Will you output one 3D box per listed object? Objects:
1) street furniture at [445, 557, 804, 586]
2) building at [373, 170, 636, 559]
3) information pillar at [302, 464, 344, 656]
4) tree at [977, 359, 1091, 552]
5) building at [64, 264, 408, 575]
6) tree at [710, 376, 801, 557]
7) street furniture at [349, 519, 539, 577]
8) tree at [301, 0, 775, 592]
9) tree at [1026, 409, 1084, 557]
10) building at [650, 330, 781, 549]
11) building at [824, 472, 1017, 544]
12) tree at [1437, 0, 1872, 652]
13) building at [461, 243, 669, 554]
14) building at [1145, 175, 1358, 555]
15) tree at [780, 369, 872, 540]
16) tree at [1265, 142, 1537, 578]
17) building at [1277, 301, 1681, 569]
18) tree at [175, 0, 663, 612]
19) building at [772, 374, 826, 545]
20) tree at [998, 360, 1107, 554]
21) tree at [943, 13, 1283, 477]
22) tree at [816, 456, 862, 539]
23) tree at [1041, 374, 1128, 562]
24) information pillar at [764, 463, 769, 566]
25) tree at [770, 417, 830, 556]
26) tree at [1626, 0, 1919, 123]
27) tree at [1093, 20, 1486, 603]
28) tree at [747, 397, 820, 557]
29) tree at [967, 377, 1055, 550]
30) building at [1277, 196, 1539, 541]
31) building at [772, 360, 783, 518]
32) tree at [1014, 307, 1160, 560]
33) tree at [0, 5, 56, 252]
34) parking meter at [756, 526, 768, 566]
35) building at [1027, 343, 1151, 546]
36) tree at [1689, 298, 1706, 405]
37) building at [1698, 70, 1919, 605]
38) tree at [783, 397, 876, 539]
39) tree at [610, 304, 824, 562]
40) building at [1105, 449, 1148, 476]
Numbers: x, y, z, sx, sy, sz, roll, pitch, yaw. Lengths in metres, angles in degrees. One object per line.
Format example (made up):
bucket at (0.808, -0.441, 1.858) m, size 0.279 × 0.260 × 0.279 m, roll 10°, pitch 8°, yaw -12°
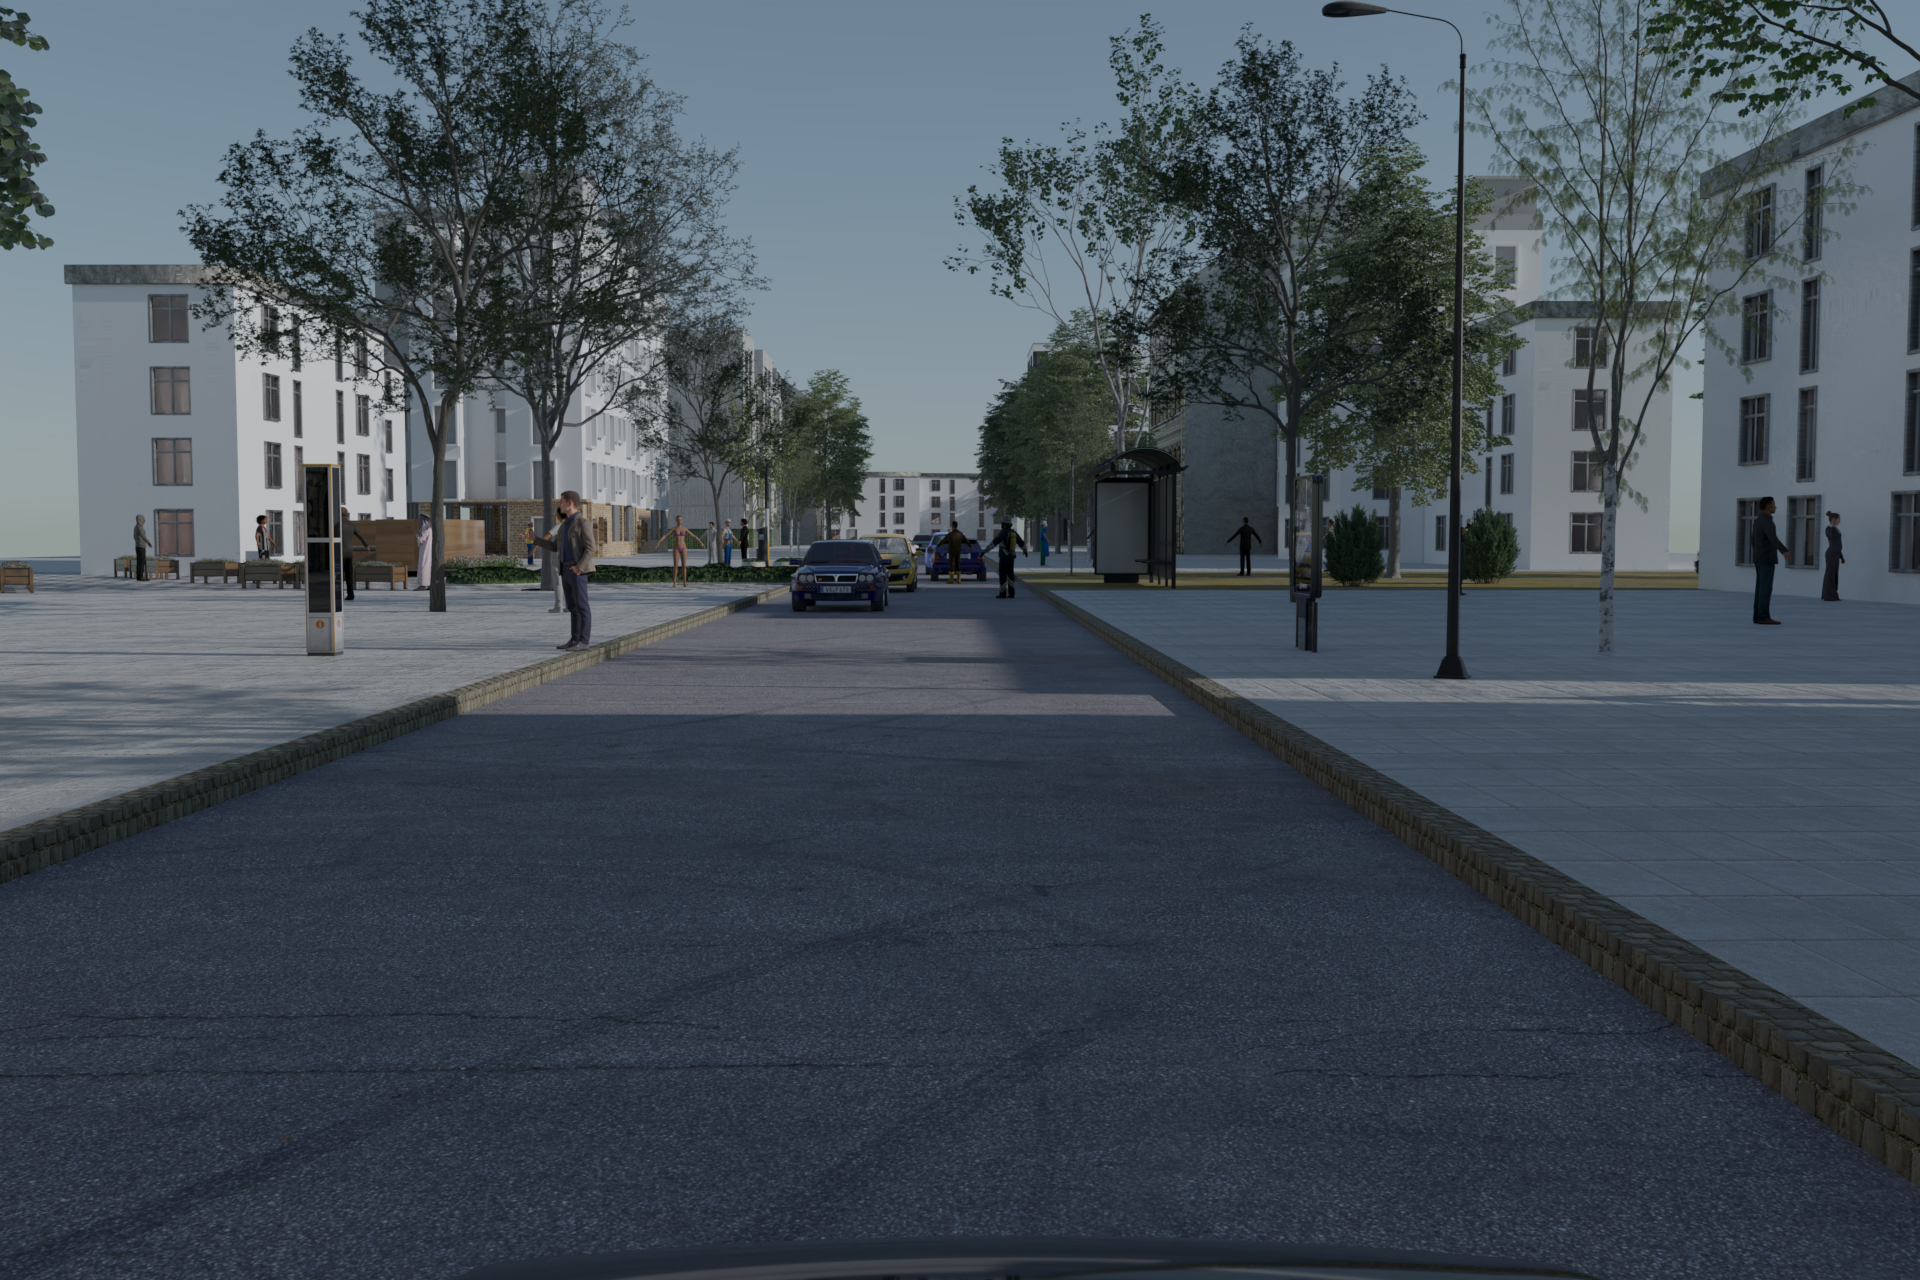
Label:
street furniture at (-8.302, -1.864, 46.096) m, size 10.072 × 0.657 × 5.734 m, roll 0°, pitch 4°, yaw -6°
building at (-24.325, -14.370, 91.368) m, size 16.016 × 20.090 × 11.380 m, roll 0°, pitch 4°, yaw -1°
information pillar at (-6.704, -0.841, 18.241) m, size 0.304 × 2.012 × 0.304 m, roll 0°, pitch 4°, yaw -1°
tree at (5.518, -13.297, 124.057) m, size 9.857 × 13.997 × 8.962 m, roll 0°, pitch 3°, yaw 0°
building at (-26.975, -7.704, 68.107) m, size 9.099 × 9.664 × 28.070 m, roll 0°, pitch 4°, yaw 0°
tree at (-9.477, -7.843, 78.593) m, size 4.737 × 8.622 × 4.395 m, roll 0°, pitch 3°, yaw 0°
street furniture at (-16.535, -2.947, 55.045) m, size 9.812 × 1.723 × 11.010 m, roll 0°, pitch 4°, yaw 1°
tree at (-9.239, -7.844, 38.623) m, size 12.009 × 13.543 × 11.850 m, roll 0°, pitch 3°, yaw 0°
tree at (6.416, -9.074, 98.718) m, size 4.360 × 8.622 × 3.978 m, roll 0°, pitch 3°, yaw 0°
building at (-27.214, -18.327, 166.097) m, size 16.747 × 18.905 × 31.486 m, roll 0°, pitch 4°, yaw 0°
building at (-6.036, -17.702, 234.031) m, size 28.070 × 9.664 × 9.099 m, roll -1°, pitch 4°, yaw -9°
tree at (6.793, -4.175, 18.616) m, size 4.360 × 8.622 × 3.978 m, roll 0°, pitch 3°, yaw 0°
building at (-25.671, -15.558, 110.786) m, size 16.016 × 20.090 × 11.380 m, roll 0°, pitch 4°, yaw -1°
building at (22.919, -17.405, 115.504) m, size 19.493 × 23.208 × 18.063 m, roll 0°, pitch 4°, yaw 0°
tree at (-9.388, -12.299, 119.218) m, size 7.486 × 12.596 × 7.792 m, roll 0°, pitch 3°, yaw 0°
tree at (12.757, -8.112, 50.757) m, size 7.486 × 12.596 × 7.792 m, roll 0°, pitch 3°, yaw 0°
building at (21.215, -8.217, 76.500) m, size 9.099 × 9.664 × 28.070 m, roll 0°, pitch 4°, yaw -1°
tree at (-8.680, -5.723, 27.982) m, size 8.767 × 10.594 × 7.601 m, roll 0°, pitch 4°, yaw 3°
building at (-26.385, -23.220, 210.570) m, size 19.493 × 23.208 × 18.063 m, roll 0°, pitch 4°, yaw -1°
tree at (5.906, -11.830, 111.539) m, size 7.486 × 12.596 × 7.792 m, roll 0°, pitch 3°, yaw 0°
tree at (5.727, -12.844, 65.892) m, size 12.611 × 20.169 × 13.585 m, roll 0°, pitch 3°, yaw 0°
tree at (-10.120, -11.931, 145.430) m, size 4.737 × 8.622 × 4.395 m, roll 0°, pitch 3°, yaw 0°
tree at (6.016, -7.885, 79.289) m, size 4.360 × 8.622 × 3.978 m, roll 0°, pitch 3°, yaw 0°
information pillar at (-6.322, -3.998, 56.723) m, size 0.183 × 3.616 × 0.504 m, roll 0°, pitch 4°, yaw 1°
tree at (-9.606, -9.325, 102.819) m, size 4.360 × 8.622 × 3.978 m, roll 0°, pitch 3°, yaw 0°
tree at (6.879, -5.112, 9.336) m, size 9.928 × 11.665 × 9.643 m, roll 0°, pitch 3°, yaw 0°
tree at (5.991, -5.983, 32.231) m, size 7.601 × 10.594 × 8.767 m, roll 0°, pitch 4°, yaw -1°
tree at (-8.972, -8.704, 92.679) m, size 4.360 × 8.622 × 3.978 m, roll 0°, pitch 3°, yaw 0°
tree at (5.172, -14.041, 136.225) m, size 9.857 × 13.997 × 8.962 m, roll 0°, pitch 3°, yaw 0°
building at (24.402, -15.123, 103.675) m, size 16.016 × 20.090 × 11.380 m, roll 0°, pitch 3°, yaw 0°
building at (-25.414, -20.190, 186.524) m, size 16.016 × 20.090 × 11.380 m, roll 0°, pitch 3°, yaw 0°
tree at (6.179, -10.340, 87.189) m, size 7.486 × 12.596 × 7.792 m, roll 0°, pitch 3°, yaw 0°
tree at (-8.607, -6.277, 9.279) m, size 9.857 × 13.997 × 8.962 m, roll 0°, pitch 3°, yaw 0°
parking meter at (-6.385, -2.903, 55.880) m, size 0.372 × 1.533 × 0.369 m, roll 0°, pitch 3°, yaw 0°
building at (21.612, -21.873, 201.597) m, size 27.936 × 21.610 × 32.646 m, roll 0°, pitch 4°, yaw -1°
tree at (25.391, -8.160, 51.544) m, size 7.486 × 12.596 × 7.792 m, roll 0°, pitch 3°, yaw 0°
building at (21.905, -5.164, 26.572) m, size 9.099 × 9.664 × 28.070 m, roll 0°, pitch 4°, yaw -1°
tree at (-9.914, -12.491, 129.982) m, size 9.928 × 11.665 × 9.643 m, roll 0°, pitch 3°, yaw 0°
tree at (-9.680, -8.273, 69.677) m, size 8.767 × 10.594 × 7.601 m, roll -1°, pitch 4°, yaw -14°
building at (20.035, -13.890, 169.256) m, size 9.099 × 9.664 × 28.070 m, roll 0°, pitch 4°, yaw -1°
